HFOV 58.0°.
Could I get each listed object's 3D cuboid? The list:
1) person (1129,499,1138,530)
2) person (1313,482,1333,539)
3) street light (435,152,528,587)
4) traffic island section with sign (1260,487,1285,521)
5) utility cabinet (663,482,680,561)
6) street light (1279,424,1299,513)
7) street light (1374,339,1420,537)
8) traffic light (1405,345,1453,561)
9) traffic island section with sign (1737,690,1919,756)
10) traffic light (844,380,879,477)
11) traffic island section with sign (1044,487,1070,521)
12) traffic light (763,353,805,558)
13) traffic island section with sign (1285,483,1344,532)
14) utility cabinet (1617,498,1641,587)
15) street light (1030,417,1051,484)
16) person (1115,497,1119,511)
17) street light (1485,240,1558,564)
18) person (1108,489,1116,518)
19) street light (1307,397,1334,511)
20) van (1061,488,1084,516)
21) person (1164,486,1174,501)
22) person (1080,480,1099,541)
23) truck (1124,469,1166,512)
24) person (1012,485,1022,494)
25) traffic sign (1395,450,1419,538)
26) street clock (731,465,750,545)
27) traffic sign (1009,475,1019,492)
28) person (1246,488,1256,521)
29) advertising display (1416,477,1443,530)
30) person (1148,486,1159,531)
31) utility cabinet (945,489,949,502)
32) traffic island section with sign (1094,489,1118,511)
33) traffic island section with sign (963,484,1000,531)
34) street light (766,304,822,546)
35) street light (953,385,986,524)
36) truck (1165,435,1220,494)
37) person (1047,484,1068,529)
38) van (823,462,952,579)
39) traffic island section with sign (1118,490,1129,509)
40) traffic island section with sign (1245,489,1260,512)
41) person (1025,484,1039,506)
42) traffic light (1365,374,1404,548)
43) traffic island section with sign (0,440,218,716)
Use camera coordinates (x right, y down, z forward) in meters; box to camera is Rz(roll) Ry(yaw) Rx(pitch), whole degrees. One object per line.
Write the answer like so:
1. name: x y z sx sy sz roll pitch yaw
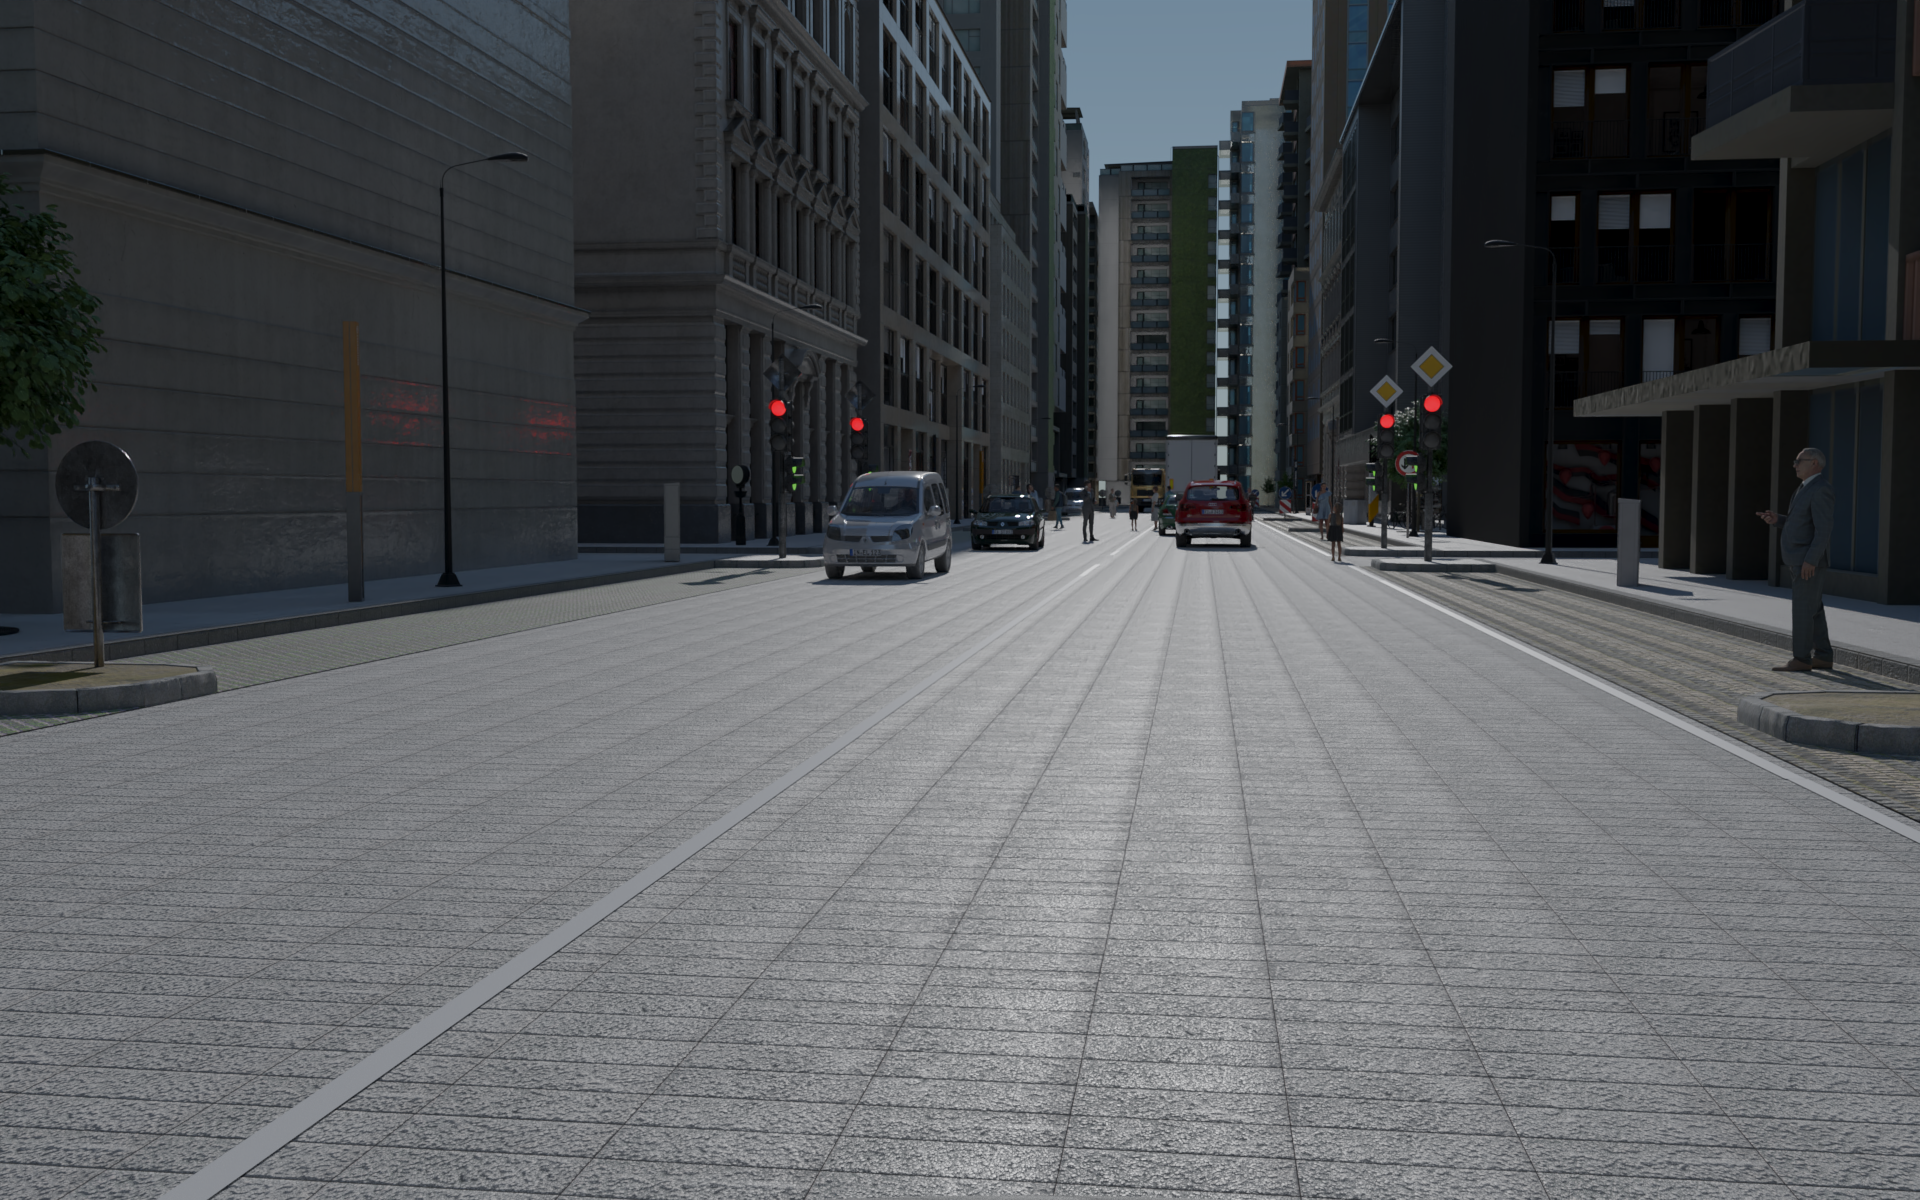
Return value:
1. person: 6.844 -3.369 68.249 0.362 1.253 0.373 1 4 10
2. person: 11.436 -2.813 54.582 0.616 1.811 0.778 2 4 23
3. street light: -6.559 -3.134 23.777 1.470 5.913 1.316 0 4 8
4. traffic island section with sign: 17.193 -5.121 92.357 1.989 1.847 2.006 0 4 8
5. utility cabinet: -5.513 -1.493 33.085 0.318 1.500 1.173 -1 4 -9
6. street light: 21.741 -8.681 114.470 1.470 5.913 1.316 0 4 8
7. street light: 13.093 -4.856 51.944 1.470 5.913 1.316 0 4 8
8. traffic light: 8.905 -2.690 32.909 0.839 4.253 0.868 0 4 8
9. traffic island section with sign: 5.789 -0.098 10.228 1.989 1.847 2.006 0 4 8
10. traffic light: -2.443 -3.278 42.522 0.839 4.253 0.868 0 4 8
11. traffic island section with sign: 4.933 -5.204 93.718 1.989 1.847 2.006 0 4 8
12. traffic light: -3.540 -2.795 34.612 0.839 4.253 0.868 0 4 8
13. traffic island section with sign: 13.463 -3.482 65.554 1.989 1.847 2.006 0 4 8
14. utility cabinet: 9.459 -0.814 24.469 0.306 1.237 1.020 1 4 22
15. street light: 4.805 -8.098 104.938 1.470 5.913 1.316 0 4 8
16. person: 10.467 -6.313 116.393 0.352 1.250 0.332 -1 4 -15
17. street light: 10.299 -3.624 31.796 1.470 5.913 1.316 0 4 8
18. person: 9.046 -5.723 102.617 0.519 1.759 0.362 -3 5 -42
19. street light: 17.336 -6.763 83.122 1.470 5.913 1.316 0 4 8
20. van: 7.613 -6.569 114.421 2.013 2.044 4.112 0 4 7
21. person: 9.693 -4.368 79.940 0.660 1.820 0.620 -3 5 -44
22. person: 3.971 -2.715 52.698 0.655 1.846 0.447 -3 5 -42
23. truck: 14.778 -8.522 135.254 3.469 3.379 9.791 1 4 9
24. person: 2.407 -3.969 73.421 0.581 1.822 0.654 2 4 34
25. traffic sign: 13.053 -3.078 50.424 0.768 2.556 0.104 1 4 11
26. street clock: -5.488 -2.370 43.317 0.471 2.002 0.358 3 5 41
27. traffic sign: 2.948 -5.659 94.651 0.606 2.300 0.079 1 4 15
28. person: 15.484 -5.111 92.468 0.661 1.777 0.834 0 4 -7
29. advertising display: 16.649 -3.449 61.600 0.974 1.923 0.123 1 4 21
30. person: 7.570 -3.597 67.876 0.524 1.755 0.480 1 4 21
31. utility cabinet: -0.932 -3.687 68.965 0.318 1.500 1.173 3 4 36
32. traffic island section with sign: 11.908 -8.281 144.018 1.989 1.847 2.006 0 4 8
33. traffic island section with sign: 1.223 -3.569 66.989 1.989 1.847 2.006 0 4 8
34. street light: -4.069 -4.287 42.637 1.470 5.913 1.316 0 4 8
35. street light: 0.406 -6.192 73.782 1.470 5.913 1.316 0 4 8
36. truck: 11.851 -6.073 88.211 2.839 4.237 11.283 1 4 8
37. person: 3.933 -3.761 69.980 0.713 1.824 0.794 3 5 39
38. van: -1.226 -1.439 30.539 2.013 2.044 4.112 1 4 9
39. traffic island section with sign: 15.698 -9.954 171.375 1.989 1.847 2.006 0 4 8
40. traffic island section with sign: 24.029 -8.143 141.760 1.989 1.847 2.006 0 4 8
41. person: 2.479 -3.106 59.551 0.793 1.790 0.793 1 4 15
42. traffic light: 10.002 -3.174 40.819 0.839 4.253 0.868 0 4 8
43. traffic island section with sign: -6.388 -0.212 12.094 1.989 1.847 2.006 0 4 8
